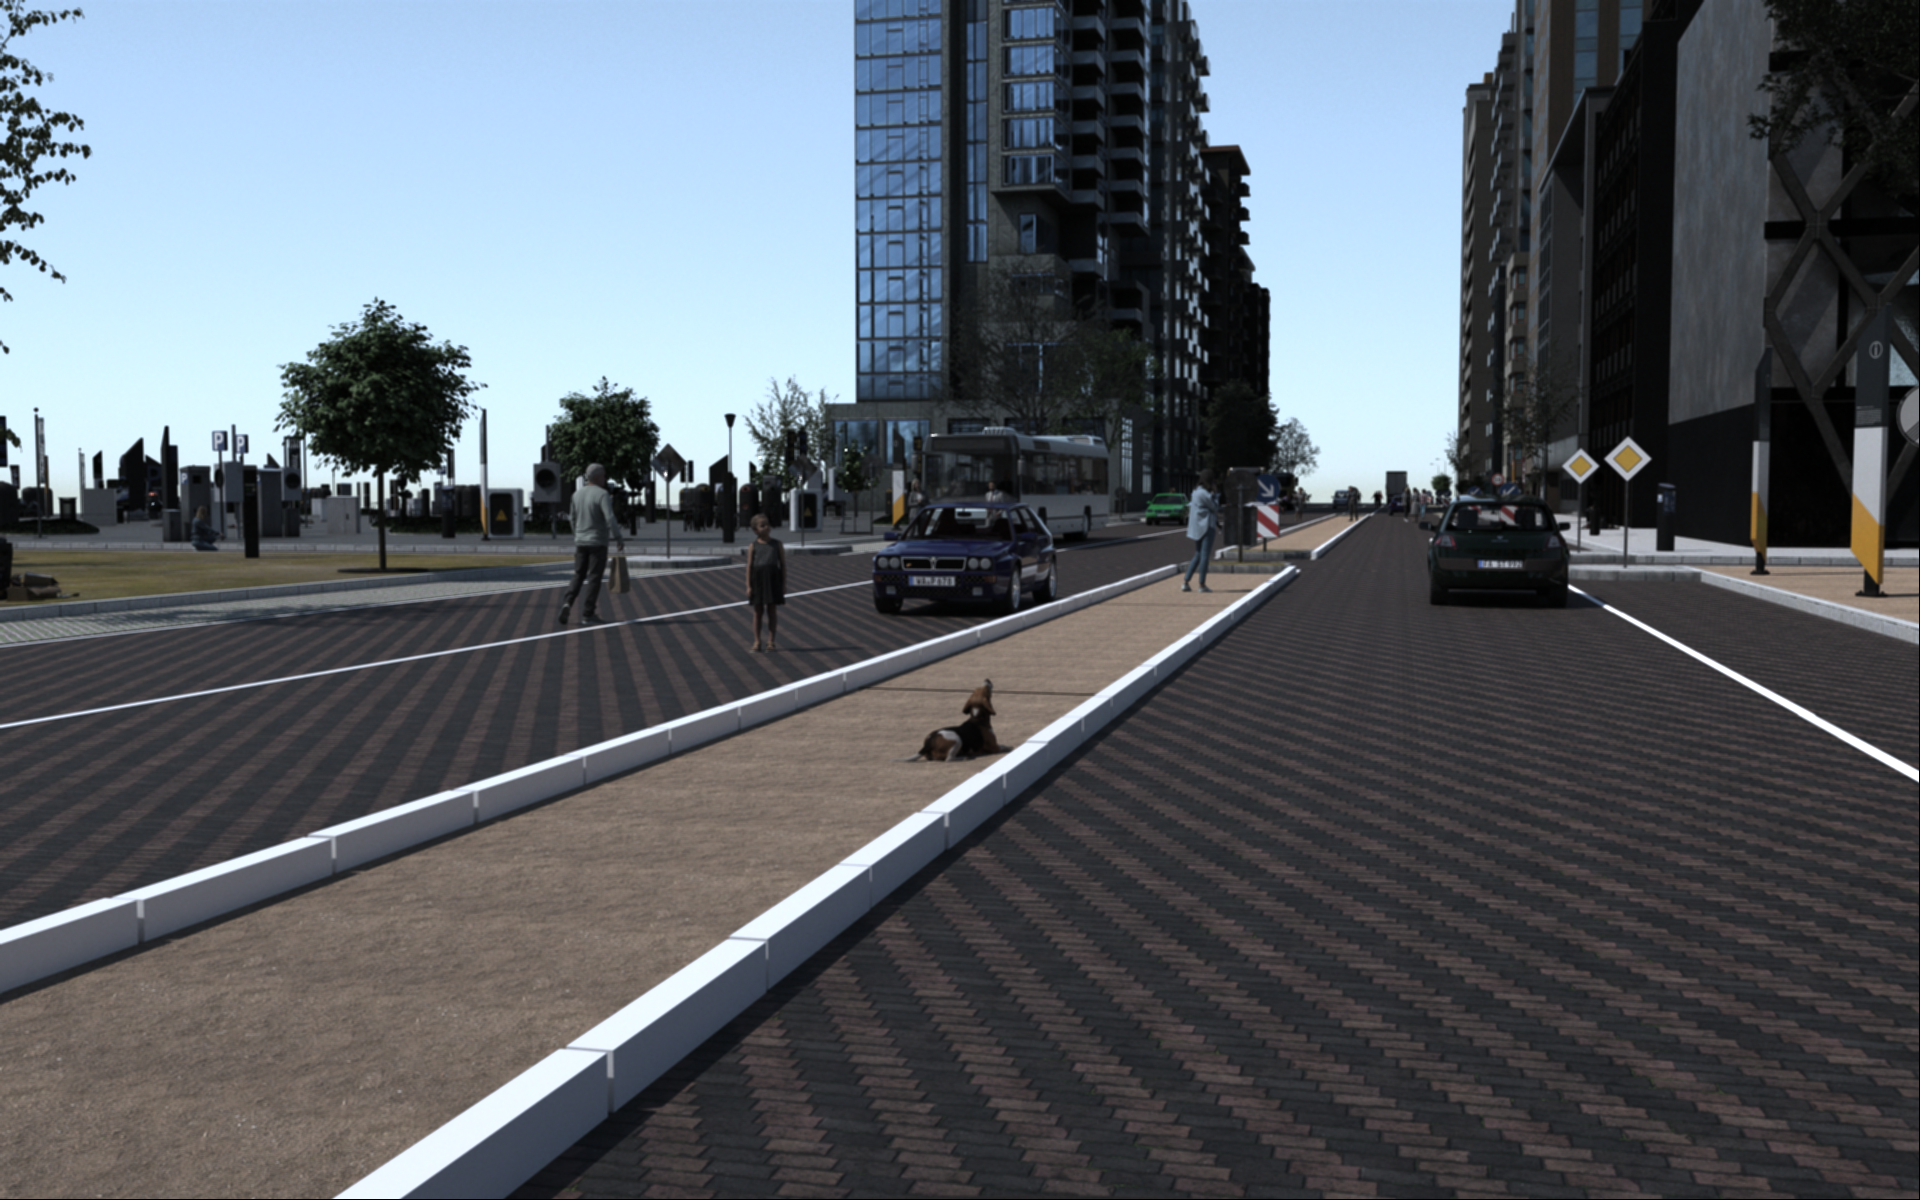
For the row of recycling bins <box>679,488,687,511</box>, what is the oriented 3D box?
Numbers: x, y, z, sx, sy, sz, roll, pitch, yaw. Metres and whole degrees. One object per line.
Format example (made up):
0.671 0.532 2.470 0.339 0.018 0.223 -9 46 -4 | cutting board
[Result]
-17.613 -6.524 113.785 1.069 1.692 3.534 -1 4 -23 | row of recycling bins

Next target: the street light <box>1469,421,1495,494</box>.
33.242 -8.384 109.622 1.470 5.913 1.316 1 4 14 | street light

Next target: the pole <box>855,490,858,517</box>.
-5.772 -6.263 96.239 0.158 3.312 0.155 0 3 0 | pole

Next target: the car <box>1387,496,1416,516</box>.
29.656 -6.336 116.179 1.945 1.354 3.894 1 4 12 | car

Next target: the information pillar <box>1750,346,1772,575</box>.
12.668 -2.203 27.377 0.183 3.616 0.504 3 5 44 | information pillar

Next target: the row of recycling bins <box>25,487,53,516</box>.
-54.275 -5.804 102.000 1.069 1.692 3.534 -1 4 -11 | row of recycling bins

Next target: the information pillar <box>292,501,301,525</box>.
-26.631 -3.964 69.302 0.304 2.012 0.304 2 4 30 | information pillar

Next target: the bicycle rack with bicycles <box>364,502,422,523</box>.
-25.068 -3.855 76.413 2.852 0.926 2.925 0 4 -1 | bicycle rack with bicycles

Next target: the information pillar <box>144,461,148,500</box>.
-53.603 -7.492 113.850 0.183 3.616 0.504 1 4 14 | information pillar

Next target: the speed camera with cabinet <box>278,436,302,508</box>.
-23.378 -3.934 58.649 0.660 3.252 2.038 3 5 41 | speed camera with cabinet

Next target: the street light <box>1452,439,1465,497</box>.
42.635 -10.652 146.699 1.470 5.913 1.316 1 4 14 | street light

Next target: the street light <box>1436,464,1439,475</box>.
62.909 -15.542 226.657 1.470 5.913 1.316 1 4 14 | street light

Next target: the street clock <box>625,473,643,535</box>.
-10.189 -3.023 53.992 0.471 2.002 0.358 -1 4 -8 | street clock

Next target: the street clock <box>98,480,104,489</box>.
-45.084 -5.285 90.982 0.358 2.002 0.471 -1 4 -20 | street clock

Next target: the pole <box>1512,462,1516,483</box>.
34.715 -7.018 108.579 0.158 3.312 0.155 0 3 0 | pole

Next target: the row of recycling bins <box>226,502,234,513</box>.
-50.087 -6.816 118.553 1.069 1.692 3.534 2 4 34 | row of recycling bins

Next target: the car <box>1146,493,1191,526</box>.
9.714 -4.372 80.283 1.959 1.807 4.718 1 4 14 | car

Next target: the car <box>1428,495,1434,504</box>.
62.698 -13.635 232.518 1.945 1.707 3.694 1 4 13 | car

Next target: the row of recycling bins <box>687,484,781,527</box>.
-8.749 -3.723 67.980 3.534 1.692 1.069 0 4 6 | row of recycling bins

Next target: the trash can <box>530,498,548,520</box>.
-15.725 -3.253 64.835 0.748 1.137 0.748 0 3 0 | trash can

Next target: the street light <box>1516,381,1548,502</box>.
23.555 -6.038 71.265 1.470 5.913 1.316 1 4 14 | street light

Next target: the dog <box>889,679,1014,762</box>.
-0.052 0.657 9.457 0.748 0.427 0.550 0 4 -6 | dog

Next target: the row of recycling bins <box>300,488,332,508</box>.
-41.303 -6.353 110.989 3.534 1.692 1.069 3 5 45 | row of recycling bins

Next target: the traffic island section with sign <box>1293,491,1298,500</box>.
47.508 -14.446 244.817 1.989 1.847 2.006 1 4 14 | traffic island section with sign

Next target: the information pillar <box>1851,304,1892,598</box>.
11.366 -1.850 21.603 0.183 3.616 0.504 -1 4 -13 | information pillar

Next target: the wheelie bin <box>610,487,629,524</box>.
-14.715 -4.099 74.928 0.693 1.594 0.980 2 4 28 | wheelie bin

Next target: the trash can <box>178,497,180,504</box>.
-45.085 -5.361 99.309 0.748 1.137 0.748 0 3 0 | trash can

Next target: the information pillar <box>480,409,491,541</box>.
-13.148 -3.455 47.836 0.183 3.616 0.504 -2 4 -28 | information pillar

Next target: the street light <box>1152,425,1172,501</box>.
13.586 -8.825 116.828 1.470 5.913 1.316 1 4 14 | street light

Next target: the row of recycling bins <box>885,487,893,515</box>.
-3.495 -6.099 106.826 1.069 1.692 3.534 -2 4 -31 | row of recycling bins

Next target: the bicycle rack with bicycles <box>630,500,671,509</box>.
-19.362 -5.728 107.039 2.852 0.926 2.925 3 5 44 | bicycle rack with bicycles

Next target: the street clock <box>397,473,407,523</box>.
-19.533 -3.432 60.688 0.358 2.002 0.471 -2 4 -34 | street clock

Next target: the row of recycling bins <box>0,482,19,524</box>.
-34.185 -3.323 61.440 1.069 1.692 3.534 -3 4 -37 | row of recycling bins

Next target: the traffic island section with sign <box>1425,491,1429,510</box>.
44.390 -9.316 160.949 1.989 1.847 2.006 1 4 14 | traffic island section with sign

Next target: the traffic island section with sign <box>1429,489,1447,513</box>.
37.564 -7.669 134.018 1.989 1.847 2.006 1 4 14 | traffic island section with sign

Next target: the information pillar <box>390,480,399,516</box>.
-28.680 -5.096 87.812 0.304 2.012 0.304 2 4 24 | information pillar

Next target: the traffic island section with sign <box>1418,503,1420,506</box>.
57.733 -12.540 213.660 1.989 1.847 2.006 1 4 14 | traffic island section with sign

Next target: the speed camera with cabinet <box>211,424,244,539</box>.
-21.263 -3.379 49.575 2.038 3.252 0.660 3 5 41 | speed camera with cabinet

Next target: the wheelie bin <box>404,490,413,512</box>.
-40.055 -7.194 125.524 0.693 1.594 0.980 1 4 9 | wheelie bin

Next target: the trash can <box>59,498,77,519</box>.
-37.004 -3.681 71.846 0.748 1.137 0.748 0 3 0 | trash can

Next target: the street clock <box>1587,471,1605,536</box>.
20.109 -3.069 54.745 0.471 2.002 0.358 -1 4 -20 | street clock

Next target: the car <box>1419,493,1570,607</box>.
7.269 -0.841 23.534 2.009 1.686 4.222 1 4 15 | car

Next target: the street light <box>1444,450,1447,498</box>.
52.185 -12.946 184.203 1.470 5.913 1.316 1 4 14 | street light

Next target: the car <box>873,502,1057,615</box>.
0.116 -0.570 21.901 1.945 1.354 3.894 1 4 13 | car

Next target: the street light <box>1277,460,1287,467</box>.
43.654 -16.066 235.214 1.470 5.913 1.316 1 4 14 | street light

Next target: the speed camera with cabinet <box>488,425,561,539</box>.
-12.467 -3.367 49.386 2.038 3.252 0.660 0 4 -3 | speed camera with cabinet

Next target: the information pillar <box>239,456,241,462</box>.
-44.224 -7.051 106.633 0.183 3.616 0.504 -3 4 -37 | information pillar

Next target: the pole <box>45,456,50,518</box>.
-48.387 -5.990 91.774 0.158 3.312 0.155 0 3 0 | pole

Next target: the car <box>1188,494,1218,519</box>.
13.861 -5.506 99.618 1.945 1.707 3.694 1 4 13 | car

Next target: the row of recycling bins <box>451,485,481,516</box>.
-22.703 -4.394 78.955 1.069 1.692 3.534 -2 4 -34 | row of recycling bins

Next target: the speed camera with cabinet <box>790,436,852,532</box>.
-4.720 -3.943 58.808 2.038 3.252 0.660 -1 4 -22 | speed camera with cabinet

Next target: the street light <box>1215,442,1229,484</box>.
23.327 -11.133 154.567 1.470 5.913 1.316 1 4 14 | street light

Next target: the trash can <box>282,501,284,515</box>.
-27.762 -3.590 70.352 0.748 1.137 0.748 0 3 0 | trash can
